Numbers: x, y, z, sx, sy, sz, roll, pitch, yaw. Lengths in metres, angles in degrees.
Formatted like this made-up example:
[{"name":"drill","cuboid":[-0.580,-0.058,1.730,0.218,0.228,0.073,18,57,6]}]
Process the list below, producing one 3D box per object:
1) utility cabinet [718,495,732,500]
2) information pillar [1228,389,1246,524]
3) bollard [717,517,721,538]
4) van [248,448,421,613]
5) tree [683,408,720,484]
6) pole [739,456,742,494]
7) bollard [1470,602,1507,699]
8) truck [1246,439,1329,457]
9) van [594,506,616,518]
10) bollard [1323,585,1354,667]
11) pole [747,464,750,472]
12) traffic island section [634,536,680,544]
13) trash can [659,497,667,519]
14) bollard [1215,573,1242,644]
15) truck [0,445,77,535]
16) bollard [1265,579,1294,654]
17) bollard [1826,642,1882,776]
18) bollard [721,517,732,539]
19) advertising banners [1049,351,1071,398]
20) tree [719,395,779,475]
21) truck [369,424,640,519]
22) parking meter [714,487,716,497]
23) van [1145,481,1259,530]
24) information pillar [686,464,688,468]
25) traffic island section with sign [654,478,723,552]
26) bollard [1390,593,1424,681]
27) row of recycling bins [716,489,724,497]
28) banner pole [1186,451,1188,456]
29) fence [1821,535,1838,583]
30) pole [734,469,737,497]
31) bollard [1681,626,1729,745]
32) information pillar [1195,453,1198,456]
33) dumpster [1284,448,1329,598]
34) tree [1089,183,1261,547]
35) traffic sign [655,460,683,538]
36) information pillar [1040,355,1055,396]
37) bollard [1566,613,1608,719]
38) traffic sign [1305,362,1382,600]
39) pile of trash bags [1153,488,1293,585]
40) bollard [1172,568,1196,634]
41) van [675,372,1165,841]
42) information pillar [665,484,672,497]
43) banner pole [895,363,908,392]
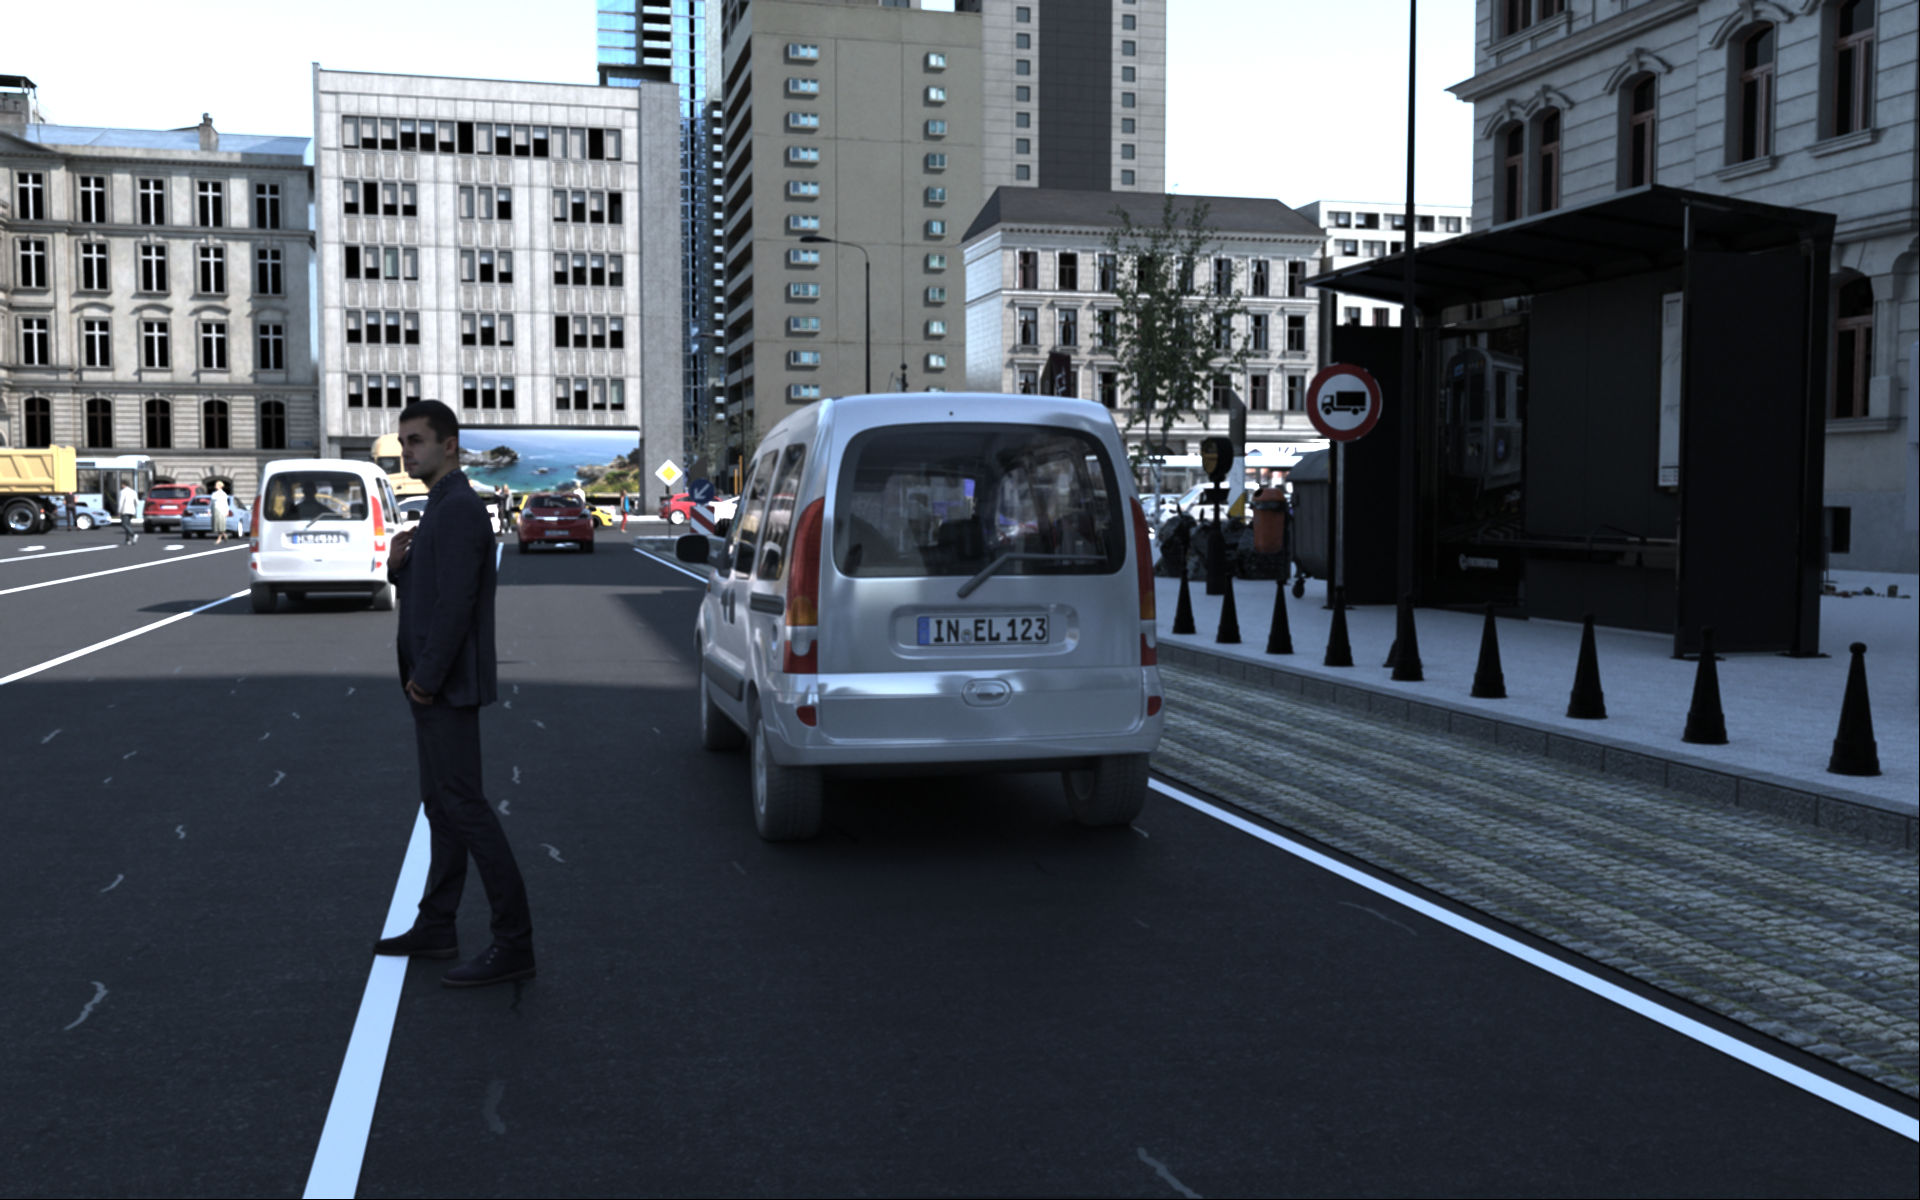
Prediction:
[{"name":"utility cabinet","cuboid":[-16.788,-6.878,123.617,1.020,1.237,0.306,2,4,25]},{"name":"information pillar","cuboid":[6.147,-2.883,38.485,0.183,3.616,0.504,-2,4,-32]},{"name":"bollard","cuboid":[-6.936,-2.134,50.933,0.229,0.601,0.229,0,3,0]},{"name":"van","cuboid":[-8.075,-0.944,22.443,2.013,2.044,4.112,-1,4,-13]},{"name":"tree","cuboid":[-21.039,-11.907,145.046,4.360,8.622,3.978,0,3,0]},{"name":"pole","cuboid":[-11.625,-6.008,92.080,0.158,3.312,0.155,0,3,0]},{"name":"bollard","cuboid":[3.349,0.311,10.955,0.229,0.601,0.229,0,3,0]},{"name":"truck","cuboid":[18.574,-6.192,90.148,11.283,4.237,2.839,-1,4,-15]},{"name":"van","cuboid":[-17.406,-4.275,76.907,4.112,2.044,2.013,-1,4,-16]},{"name":"bollard","cuboid":[2.834,0.189,12.948,0.229,0.601,0.229,0,3,0]},{"name":"pole","cuboid":[-14.554,-7.676,119.345,0.158,3.312,0.155,0,3,0]},{"name":"traffic island section","cuboid":[-8.475,-1.737,50.673,2.009,0.180,2.903,-1,4,-14]},{"name":"trash can","cuboid":[-15.001,-4.695,88.410,0.748,1.137,0.748,0,3,0]},{"name":"bollard","cuboid":[2.320,0.067,14.945,0.229,0.601,0.229,0,3,0]},{"name":"truck","cuboid":[-36.410,-3.940,60.338,9.791,3.379,3.469,-1,4,-15]},{"name":"bollard","cuboid":[2.578,0.128,13.946,0.229,0.601,0.229,0,3,0]},{"name":"bollard","cuboid":[4.119,0.494,7.959,0.229,0.601,0.229,0,3,0]},{"name":"bollard","cuboid":[-6.681,-2.073,49.931,0.229,0.601,0.229,0,3,0]},{"name":"advertising banners","cuboid":[1.652,-1.588,22.157,0.090,3.025,2.074,2,4,33]},{"name":"tree","cuboid":[-15.502,-10.938,129.191,4.360,8.622,3.978,0,3,0]},{"name":"truck","cuboid":[-18.819,-4.996,70.597,11.283,4.237,2.839,-1,4,-15]},{"name":"parking meter","cuboid":[-19.058,-7.835,133.816,0.399,1.863,0.255,-2,4,-27]},{"name":"van","cuboid":[8.555,-3.301,60.976,4.112,2.044,2.013,-1,4,-14]},{"name":"information pillar","cuboid":[-21.321,-8.761,134.593,0.504,3.616,0.183,1,4,11]},{"name":"traffic island section with sign","cuboid":[-6.716,-2.155,43.855,1.989,1.847,2.006,-1,4,-14]},{"name":"bollard","cuboid":[3.091,0.250,11.949,0.229,0.601,0.229,0,3,0]},{"name":"row of recycling bins","cuboid":[-20.670,-8.125,139.963,3.534,1.692,1.069,-3,5,-39]},{"name":"banner pole","cuboid":[13.242,-6.764,100.614,0.401,3.779,0.863,0,4,-3]},{"name":"fence","cuboid":[12.773,-0.650,25.995,0.278,0.683,2.069,1,4,13]},{"name":"pole","cuboid":[-18.022,-8.884,139.101,0.158,3.312,0.155,0,3,0]},{"name":"bollard","cuboid":[3.860,0.434,8.953,0.229,0.601,0.229,0,3,0]},{"name":"information pillar","cuboid":[13.342,-6.493,97.507,0.183,3.616,0.504,-1,4,-14]},{"name":"dumpster","cuboid":[4.837,-0.916,20.742,1.264,1.857,1.865,-1,4,-14]},{"name":"tree","cuboid":[4.972,-5.613,42.130,4.737,8.622,4.395,0,3,0]},{"name":"traffic sign","cuboid":[-8.496,-2.871,50.591,0.795,2.450,0.064,-1,4,-14]},{"name":"information pillar","cuboid":[1.465,-2.303,29.013,0.183,3.616,0.504,-1,4,-19]},{"name":"bollard","cuboid":[3.606,0.373,9.949,0.229,0.601,0.229,0,3,0]},{"name":"traffic sign","cuboid":[3.705,-1.023,16.840,0.768,2.556,0.104,0,4,-8]},{"name":"pile of trash bags","cuboid":[4.118,-0.981,25.791,1.912,1.369,3.447,-1,4,-11]},{"name":"bollard","cuboid":[2.065,0.006,15.940,0.229,0.601,0.229,0,3,0]},{"name":"van","cuboid":[-0.365,-0.101,8.657,2.013,2.044,4.112,-1,4,-13]},{"name":"information pillar","cuboid":[-16.551,-5.741,98.355,0.304,2.012,0.304,0,4,5]},{"name":"banner pole","cuboid":[-1.123,-2.631,33.029,0.401,3.779,0.863,1,4,12]}]
